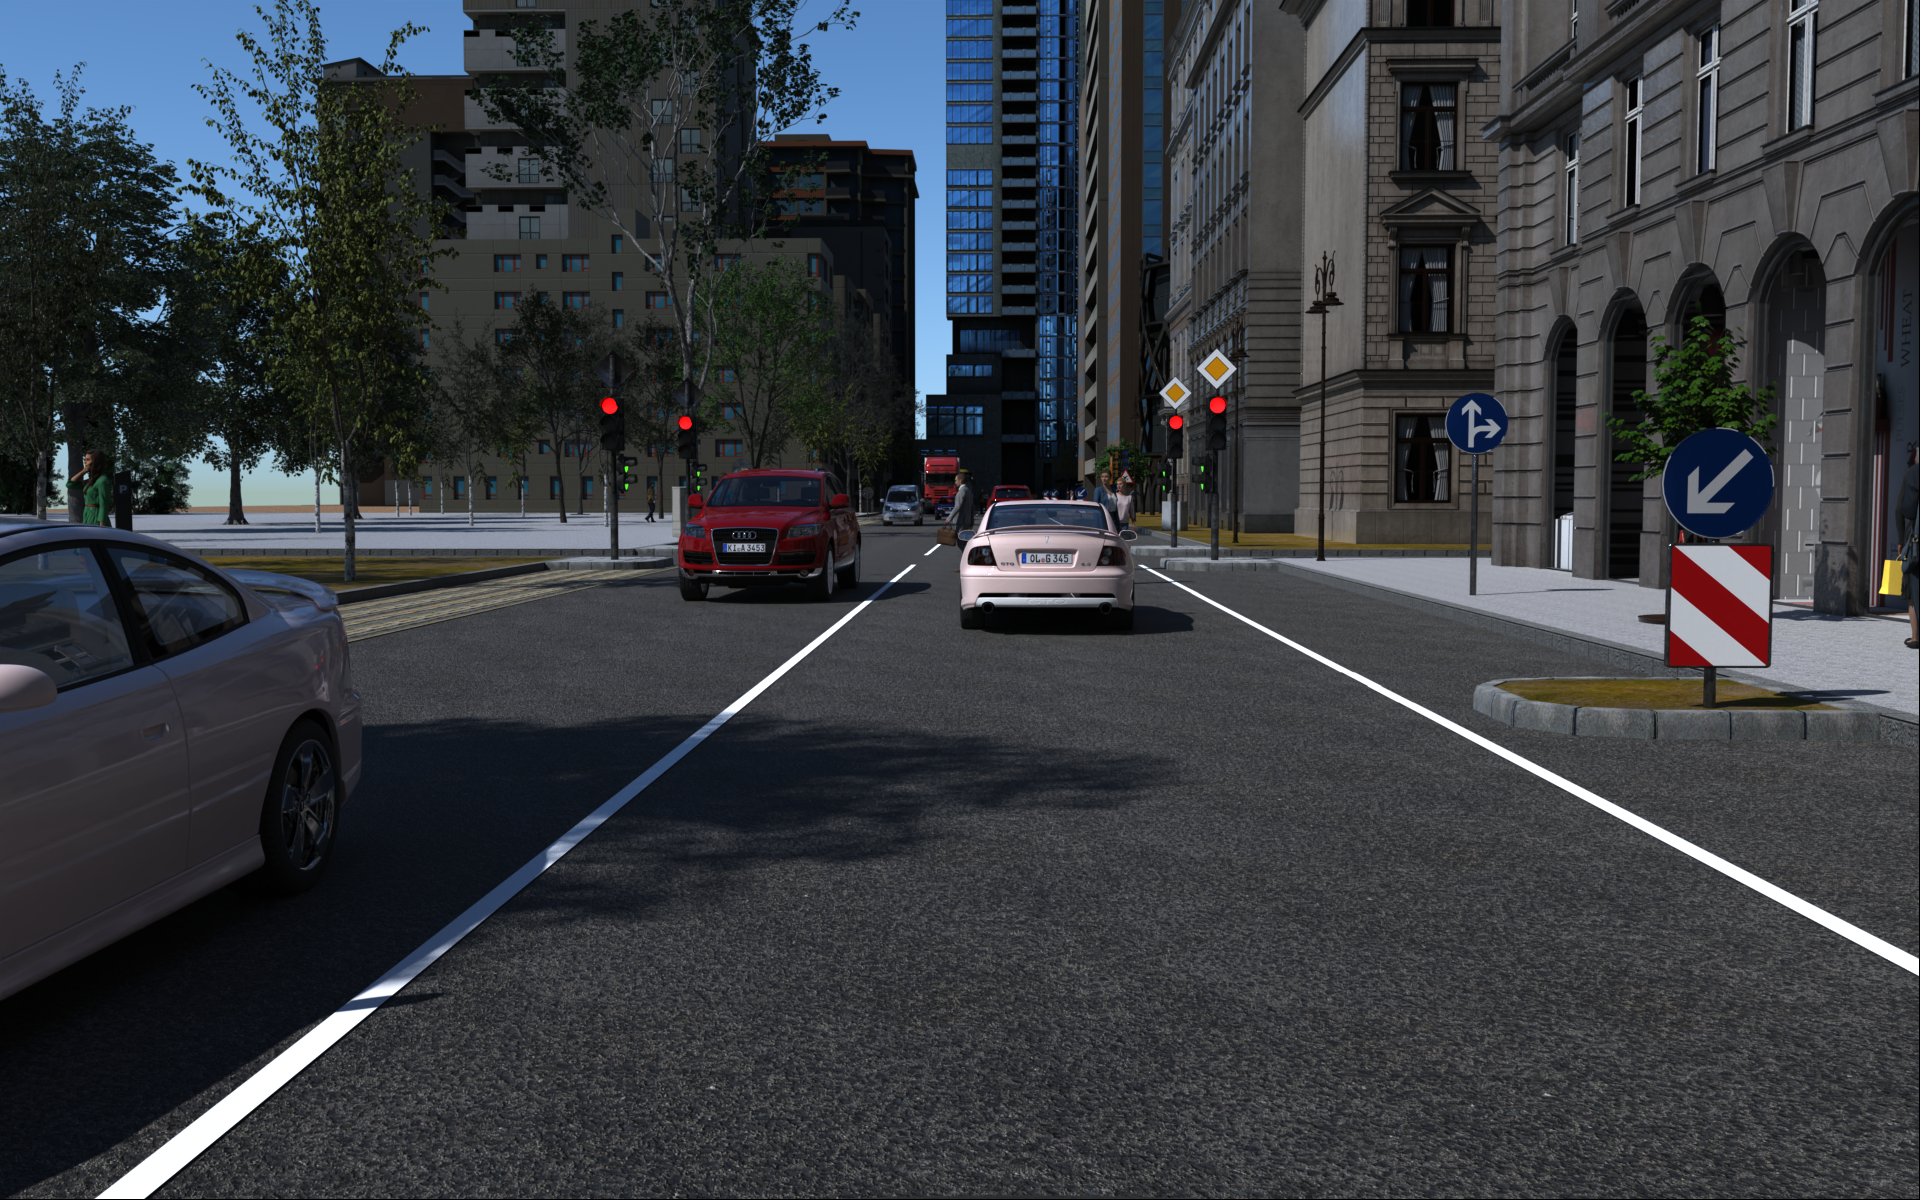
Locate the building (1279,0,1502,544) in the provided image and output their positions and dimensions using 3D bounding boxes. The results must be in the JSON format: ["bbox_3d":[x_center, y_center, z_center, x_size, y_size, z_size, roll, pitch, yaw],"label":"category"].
[{"bbox_3d":[19.349,-11.237,48.355,19.286,19.102,10.561,0,4,1],"label":"building"}]

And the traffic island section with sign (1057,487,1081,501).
[{"bbox_3d":[6.467,-5.241,94.314,1.989,1.847,2.006,0,4,1],"label":"traffic island section with sign"}]

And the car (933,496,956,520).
[{"bbox_3d":[-0.493,-5.136,96.561,1.945,1.354,3.894,0,4,2],"label":"car"}]

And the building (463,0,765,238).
[{"bbox_3d":[-35.399,-35.897,176.158,27.495,52.752,28.713,0,4,1],"label":"building"}]

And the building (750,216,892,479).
[{"bbox_3d":[-14.383,-25.218,184.008,14.107,30.474,14.160,0,4,1],"label":"building"}]

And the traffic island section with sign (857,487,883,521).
[{"bbox_3d":[-4.962,-5.230,94.143,1.989,1.847,2.006,0,4,1],"label":"traffic island section with sign"}]

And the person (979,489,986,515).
[{"bbox_3d":[1.553,-6.875,120.993,0.705,1.812,1.348,1,4,16],"label":"person"}]

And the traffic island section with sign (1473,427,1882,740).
[{"bbox_3d":[4.407,-0.148,11.053,1.989,1.847,2.006,0,4,1],"label":"traffic island section with sign"}]

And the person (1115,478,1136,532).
[{"bbox_3d":[2.896,-1.441,32.727,0.731,1.740,0.598,-1,4,-15],"label":"person"}]

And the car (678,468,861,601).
[{"bbox_3d":[-2.637,-0.993,24.906,2.281,1.827,5.304,0,4,3],"label":"car"}]

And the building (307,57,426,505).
[{"bbox_3d":[-62.286,-38.461,218.074,27.495,52.752,28.713,0,4,1],"label":"building"}]

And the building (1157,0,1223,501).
[{"bbox_3d":[17.244,-18.197,83.418,13.634,28.700,20.117,0,4,1],"label":"building"}]

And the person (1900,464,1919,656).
[{"bbox_3d":[6.077,-0.252,10.593,0.576,1.772,0.534,-1,4,-9],"label":"person"}]

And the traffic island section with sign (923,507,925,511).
[{"bbox_3d":[-3.061,-9.913,170.711,1.989,1.847,2.006,0,4,1],"label":"traffic island section with sign"}]

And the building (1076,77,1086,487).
[{"bbox_3d":[19.698,-32.581,182.815,14.600,45.320,14.200,0,4,1],"label":"building"}]

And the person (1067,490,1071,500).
[{"bbox_3d":[10.804,-10.040,171.003,0.445,1.727,0.742,-3,5,-40],"label":"person"}]

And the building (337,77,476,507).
[{"bbox_3d":[-56.277,-32.658,184.067,14.200,45.320,14.600,0,4,1],"label":"building"}]

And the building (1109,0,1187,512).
[{"bbox_3d":[18.122,-29.092,125.768,14.600,45.320,14.200,0,4,1],"label":"building"}]

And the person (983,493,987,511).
[{"bbox_3d":[2.055,-8.568,149.043,0.683,1.767,0.568,-1,4,-20],"label":"person"}]

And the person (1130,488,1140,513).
[{"bbox_3d":[12.006,-6.886,118.610,1.348,1.826,0.705,-2,4,-33],"label":"person"}]

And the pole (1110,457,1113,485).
[{"bbox_3d":[8.315,-6.192,95.076,0.158,3.312,0.155,0,3,0],"label":"pole"}]

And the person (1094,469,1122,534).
[{"bbox_3d":[2.282,-1.152,27.366,0.581,1.822,0.654,-1,4,-21],"label":"person"}]

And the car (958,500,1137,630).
[{"bbox_3d":[0.994,-0.449,19.708,2.083,1.381,4.827,0,4,3],"label":"car"}]

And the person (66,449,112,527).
[{"bbox_3d":[-9.888,-0.832,19.894,0.600,1.795,0.529,3,4,38],"label":"person"}]

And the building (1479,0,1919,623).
[{"bbox_3d":[15.175,-10.836,18.971,13.314,21.916,24.055,0,4,1],"label":"building"}]

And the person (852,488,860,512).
[{"bbox_3d":[-7.373,-7.343,126.824,1.217,1.736,0.721,-2,4,-32],"label":"person"}]

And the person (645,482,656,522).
[{"bbox_3d":[-13.941,-4.423,78.264,0.656,1.842,0.836,2,4,27],"label":"person"}]

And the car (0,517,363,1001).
[{"bbox_3d":[-3.296,0.455,4.927,2.083,1.381,4.827,0,4,2],"label":"car"}]

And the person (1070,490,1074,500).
[{"bbox_3d":[12.046,-10.999,186.551,0.621,1.740,0.551,-1,4,-22],"label":"person"}]

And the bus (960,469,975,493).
[{"bbox_3d":[-0.016,-11.268,175.770,2.896,3.916,12.252,0,3,0],"label":"bus"}]

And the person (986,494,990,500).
[{"bbox_3d":[3.239,-10.891,189.825,1.065,1.426,0.557,-3,4,-38],"label":"person"}]

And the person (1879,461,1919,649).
[{"bbox_3d":[7.813,-0.466,13.873,0.699,1.804,1.509,2,4,24],"label":"person"}]

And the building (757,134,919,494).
[{"bbox_3d":[-19.778,-34.192,213.658,28.867,44.769,22.147,0,4,1],"label":"building"}]

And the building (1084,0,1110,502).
[{"bbox_3d":[21.502,-31.789,143.458,21.300,48.544,21.600,0,4,1],"label":"building"}]

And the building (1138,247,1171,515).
[{"bbox_3d":[19.506,-14.709,107.942,16.820,18.784,16.811,0,4,1],"label":"building"}]

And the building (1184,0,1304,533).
[{"bbox_3d":[14.165,-13.175,64.567,9.793,20.994,18.267,0,4,1],"label":"building"}]

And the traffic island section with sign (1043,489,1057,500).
[{"bbox_3d":[8.352,-9.888,170.297,1.989,1.847,2.006,0,4,1],"label":"traffic island section with sign"}]

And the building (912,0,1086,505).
[{"bbox_3d":[10.149,-54.989,211.747,31.000,86.520,22.319,0,4,1],"label":"building"}]

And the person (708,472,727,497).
[{"bbox_3d":[-3.854,-1.186,28.228,0.601,1.785,0.444,0,4,-7],"label":"person"}]

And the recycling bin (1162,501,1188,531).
[{"bbox_3d":[7.517,-2.937,60.571,0.722,1.027,0.722,2,4,29],"label":"recycling bin"}]

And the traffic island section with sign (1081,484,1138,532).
[{"bbox_3d":[5.783,-3.542,66.537,1.989,1.847,2.006,0,4,1],"label":"traffic island section with sign"}]

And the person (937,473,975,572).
[{"bbox_3d":[0.033,-1.408,31.639,0.853,1.813,0.709,1,4,15],"label":"person"}]

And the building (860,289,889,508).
[{"bbox_3d":[-21.383,-19.318,160.894,27.650,21.520,28.899,0,4,1],"label":"building"}]

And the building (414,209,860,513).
[{"bbox_3d":[-22.827,-17.548,131.947,27.650,21.520,28.899,0,4,1],"label":"building"}]

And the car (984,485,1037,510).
[{"bbox_3d":[2.144,-3.943,73.135,2.281,1.827,5.304,0,4,0],"label":"car"}]
